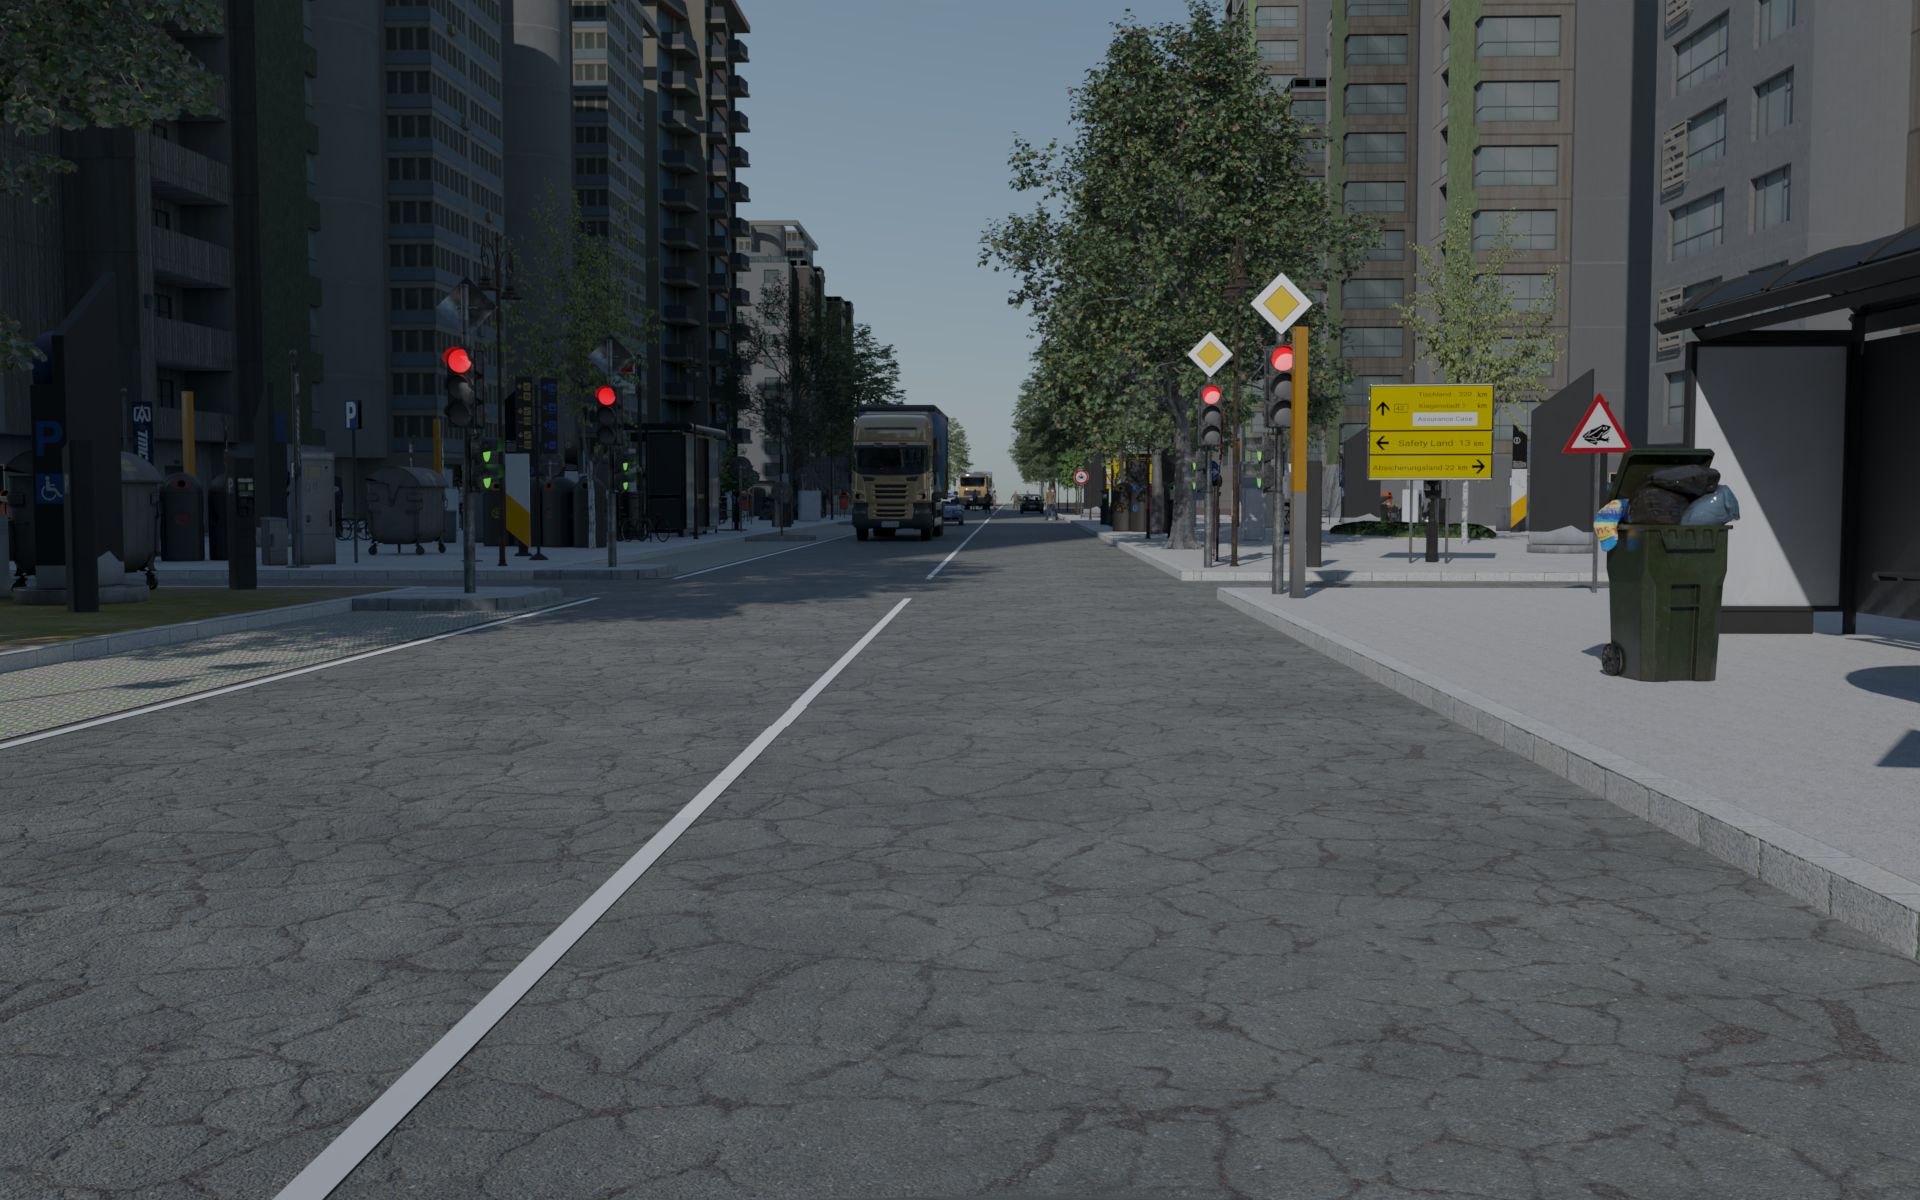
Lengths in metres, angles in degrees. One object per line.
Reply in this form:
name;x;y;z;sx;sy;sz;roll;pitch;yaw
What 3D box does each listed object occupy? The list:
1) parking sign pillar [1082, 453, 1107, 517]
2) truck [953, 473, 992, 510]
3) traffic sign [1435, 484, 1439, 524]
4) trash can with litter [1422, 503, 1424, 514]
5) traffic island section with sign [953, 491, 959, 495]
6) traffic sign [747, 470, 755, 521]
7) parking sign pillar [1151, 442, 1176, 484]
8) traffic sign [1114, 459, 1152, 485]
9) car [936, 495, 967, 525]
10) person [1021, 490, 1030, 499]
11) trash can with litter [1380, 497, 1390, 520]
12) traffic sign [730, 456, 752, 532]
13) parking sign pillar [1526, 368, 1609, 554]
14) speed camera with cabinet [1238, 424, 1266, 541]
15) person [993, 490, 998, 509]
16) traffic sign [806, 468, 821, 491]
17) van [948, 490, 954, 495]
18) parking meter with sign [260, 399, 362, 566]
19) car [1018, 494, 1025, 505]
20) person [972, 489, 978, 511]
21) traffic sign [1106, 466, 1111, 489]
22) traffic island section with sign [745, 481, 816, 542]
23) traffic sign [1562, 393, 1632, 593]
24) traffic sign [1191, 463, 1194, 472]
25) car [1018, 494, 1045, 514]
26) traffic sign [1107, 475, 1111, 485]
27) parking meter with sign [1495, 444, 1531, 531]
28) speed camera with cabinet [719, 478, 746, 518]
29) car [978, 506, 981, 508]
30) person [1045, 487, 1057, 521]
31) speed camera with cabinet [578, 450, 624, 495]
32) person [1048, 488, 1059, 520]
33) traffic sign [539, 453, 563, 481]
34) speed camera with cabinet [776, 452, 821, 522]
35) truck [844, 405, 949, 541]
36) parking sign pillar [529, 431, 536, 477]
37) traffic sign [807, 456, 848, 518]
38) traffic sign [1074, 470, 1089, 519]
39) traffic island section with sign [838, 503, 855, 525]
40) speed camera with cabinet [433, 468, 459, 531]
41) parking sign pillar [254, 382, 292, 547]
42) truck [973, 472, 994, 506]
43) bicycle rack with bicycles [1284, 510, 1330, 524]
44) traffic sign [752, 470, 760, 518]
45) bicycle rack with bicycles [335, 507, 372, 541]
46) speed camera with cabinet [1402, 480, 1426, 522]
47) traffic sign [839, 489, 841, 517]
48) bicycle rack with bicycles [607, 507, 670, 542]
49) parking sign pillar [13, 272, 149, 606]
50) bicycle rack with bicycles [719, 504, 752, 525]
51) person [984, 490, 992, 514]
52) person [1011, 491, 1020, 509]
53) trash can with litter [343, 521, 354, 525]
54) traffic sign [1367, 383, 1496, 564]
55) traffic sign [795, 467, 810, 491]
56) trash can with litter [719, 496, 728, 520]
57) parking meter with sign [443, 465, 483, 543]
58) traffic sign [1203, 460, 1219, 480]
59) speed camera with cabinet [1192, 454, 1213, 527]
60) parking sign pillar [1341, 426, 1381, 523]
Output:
parking sign pillar;7.452;-6.545;95.486;1.447;3.967;1.447;3;5;41
truck;1.334;-9.935;158.360;3.469;3.379;9.791;0;4;3
traffic sign;9.236;-2.045;33.542;0.768;2.556;0.104;0;4;5
trash can with litter;18.712;-3.697;71.830;1.055;1.170;0.624;2;4;26
traffic island section with sign;0.410;-14.150;239.975;1.989;1.847;2.006;0;4;2
traffic sign;-9.966;-4.959;81.187;0.768;2.556;0.104;0;4;5
parking sign pillar;10.149;-5.944;85.661;1.447;3.967;1.447;-1;4;-12
traffic sign;9.795;-6.383;98.241;2.265;3.308;0.079;0;4;3
car;-0.690;-4.194;80.575;2.014;1.417;4.499;0;4;0
person;7.120;-10.614;182.117;1.350;1.814;0.705;-1;4;-9
trash can with litter;17.485;-3.750;72.704;1.055;1.170;0.624;-2;4;-25
traffic sign;-7.352;-3.545;58.069;0.768;2.556;0.104;0;4;6
parking sign pillar;13.136;-3.013;37.734;1.447;3.967;1.447;3;4;36
speed camera with cabinet;8.179;-3.311;48.474;0.660;3.252;2.038;0;4;4
person;3.416;-9.790;168.571;0.705;1.824;1.348;-1;4;-19
traffic sign;-7.432;-5.340;87.308;0.884;2.594;0.081;0;4;7
van;-1.366;-10.337;176.020;2.013;2.044;4.112;0;4;1
parking meter with sign;-11.826;-2.159;31.560;1.738;3.016;0.543;-3;5;-44
car;7.595;-11.970;207.506;2.131;1.459;4.920;0;4;1
person;1.310;-8.242;143.127;0.599;1.838;0.709;2;4;31
traffic sign;9.069;-6.799;105.036;2.265;3.308;0.079;0;4;2
traffic island section with sign;-5.440;-2.707;52.892;1.989;1.847;2.006;0;4;2
traffic sign;8.233;-1.370;22.397;0.884;2.594;0.081;0;4;8
traffic sign;8.112;-3.765;61.660;0.768;2.556;0.104;0;4;5
car;5.243;-7.147;126.646;2.009;1.686;4.222;0;4;1
traffic sign;8.604;-6.267;102.474;0.884;2.594;0.081;0;4;4
parking meter with sign;19.322;-3.895;59.952;1.738;3.016;0.543;-2;4;-30
speed camera with cabinet;-12.478;-5.983;92.163;2.038;3.252;0.660;-1;4;-19
car;1.325;-10.454;181.142;2.015;1.641;3.980;0;4;3
person;4.931;-5.222;93.785;0.836;1.842;0.656;2;4;31
speed camera with cabinet;-16.244;-5.130;78.216;2.038;3.252;0.660;1;4;13
person;5.155;-5.275;95.340;0.643;1.750;0.593;0;4;-2
traffic sign;-11.919;-3.076;50.397;0.768;2.556;0.104;0;4;4
speed camera with cabinet;-7.570;-5.304;81.054;2.038;3.252;0.660;-1;4;-17
truck;-1.874;-4.142;56.639;2.839;4.237;11.283;0;4;2
parking sign pillar;-13.319;-3.920;52.559;1.447;3.967;1.447;-2;4;-35
traffic sign;-7.191;-6.115;93.847;2.265;3.308;0.079;1;4;8
traffic sign;6.332;-5.523;90.409;0.768;2.556;0.104;1;4;10
traffic island section with sign;-4.590;-4.387;80.351;1.989;1.847;2.006;0;4;2
speed camera with cabinet;-17.887;-4.035;60.310;0.660;3.252;2.038;-2;4;-24
parking sign pillar;-16.867;-3.296;42.365;1.447;3.967;1.447;-3;4;-36
truck;2.969;-13.613;212.329;2.967;4.110;18.799;0;4;3
bicycle rack with bicycles;14.417;-3.677;73.504;2.852;0.926;2.925;-1;4;-17
traffic sign;-10.998;-5.613;91.876;0.768;2.556;0.104;0;4;7
bicycle rack with bicycles;-16.500;-2.149;48.523;2.925;0.926;2.852;1;4;22
speed camera with cabinet;16.706;-4.238;63.631;0.660;3.252;2.038;1;4;23
traffic sign;-6.749;-5.958;97.520;0.768;2.556;0.104;0;4;7
bicycle rack with bicycles;-9.443;-2.013;46.290;2.852;0.926;2.925;-3;4;-38
parking sign pillar;-10.452;-1.959;20.503;1.447;3.967;1.447;0;4;0
bicycle rack with bicycles;-10.318;-3.678;73.515;2.852;0.926;2.925;3;5;43
person;2.034;-7.087;124.907;0.617;1.759;0.750;0;4;-5
person;5.232;-9.430;163.235;0.990;1.755;0.434;1;4;18
trash can with litter;-26.314;-3.806;73.284;1.678;1.210;2.233;-2;4;-28
traffic sign;8.652;-2.325;31.892;2.265;3.308;0.079;1;4;9
traffic sign;-7.480;-5.022;82.208;0.768;2.556;0.104;1;4;10
trash can with litter;-11.906;-4.553;85.830;0.624;1.170;1.055;-2;4;-26
parking meter with sign;-12.755;-3.019;45.620;1.738;3.016;0.543;-1;4;-12
traffic sign;9.358;-3.960;64.847;0.768;2.556;0.104;1;4;9
speed camera with cabinet;9.004;-4.462;67.293;0.660;3.252;2.038;-2;4;-28
parking sign pillar;14.024;-4.409;60.562;1.447;3.967;1.447;0;4;-6
